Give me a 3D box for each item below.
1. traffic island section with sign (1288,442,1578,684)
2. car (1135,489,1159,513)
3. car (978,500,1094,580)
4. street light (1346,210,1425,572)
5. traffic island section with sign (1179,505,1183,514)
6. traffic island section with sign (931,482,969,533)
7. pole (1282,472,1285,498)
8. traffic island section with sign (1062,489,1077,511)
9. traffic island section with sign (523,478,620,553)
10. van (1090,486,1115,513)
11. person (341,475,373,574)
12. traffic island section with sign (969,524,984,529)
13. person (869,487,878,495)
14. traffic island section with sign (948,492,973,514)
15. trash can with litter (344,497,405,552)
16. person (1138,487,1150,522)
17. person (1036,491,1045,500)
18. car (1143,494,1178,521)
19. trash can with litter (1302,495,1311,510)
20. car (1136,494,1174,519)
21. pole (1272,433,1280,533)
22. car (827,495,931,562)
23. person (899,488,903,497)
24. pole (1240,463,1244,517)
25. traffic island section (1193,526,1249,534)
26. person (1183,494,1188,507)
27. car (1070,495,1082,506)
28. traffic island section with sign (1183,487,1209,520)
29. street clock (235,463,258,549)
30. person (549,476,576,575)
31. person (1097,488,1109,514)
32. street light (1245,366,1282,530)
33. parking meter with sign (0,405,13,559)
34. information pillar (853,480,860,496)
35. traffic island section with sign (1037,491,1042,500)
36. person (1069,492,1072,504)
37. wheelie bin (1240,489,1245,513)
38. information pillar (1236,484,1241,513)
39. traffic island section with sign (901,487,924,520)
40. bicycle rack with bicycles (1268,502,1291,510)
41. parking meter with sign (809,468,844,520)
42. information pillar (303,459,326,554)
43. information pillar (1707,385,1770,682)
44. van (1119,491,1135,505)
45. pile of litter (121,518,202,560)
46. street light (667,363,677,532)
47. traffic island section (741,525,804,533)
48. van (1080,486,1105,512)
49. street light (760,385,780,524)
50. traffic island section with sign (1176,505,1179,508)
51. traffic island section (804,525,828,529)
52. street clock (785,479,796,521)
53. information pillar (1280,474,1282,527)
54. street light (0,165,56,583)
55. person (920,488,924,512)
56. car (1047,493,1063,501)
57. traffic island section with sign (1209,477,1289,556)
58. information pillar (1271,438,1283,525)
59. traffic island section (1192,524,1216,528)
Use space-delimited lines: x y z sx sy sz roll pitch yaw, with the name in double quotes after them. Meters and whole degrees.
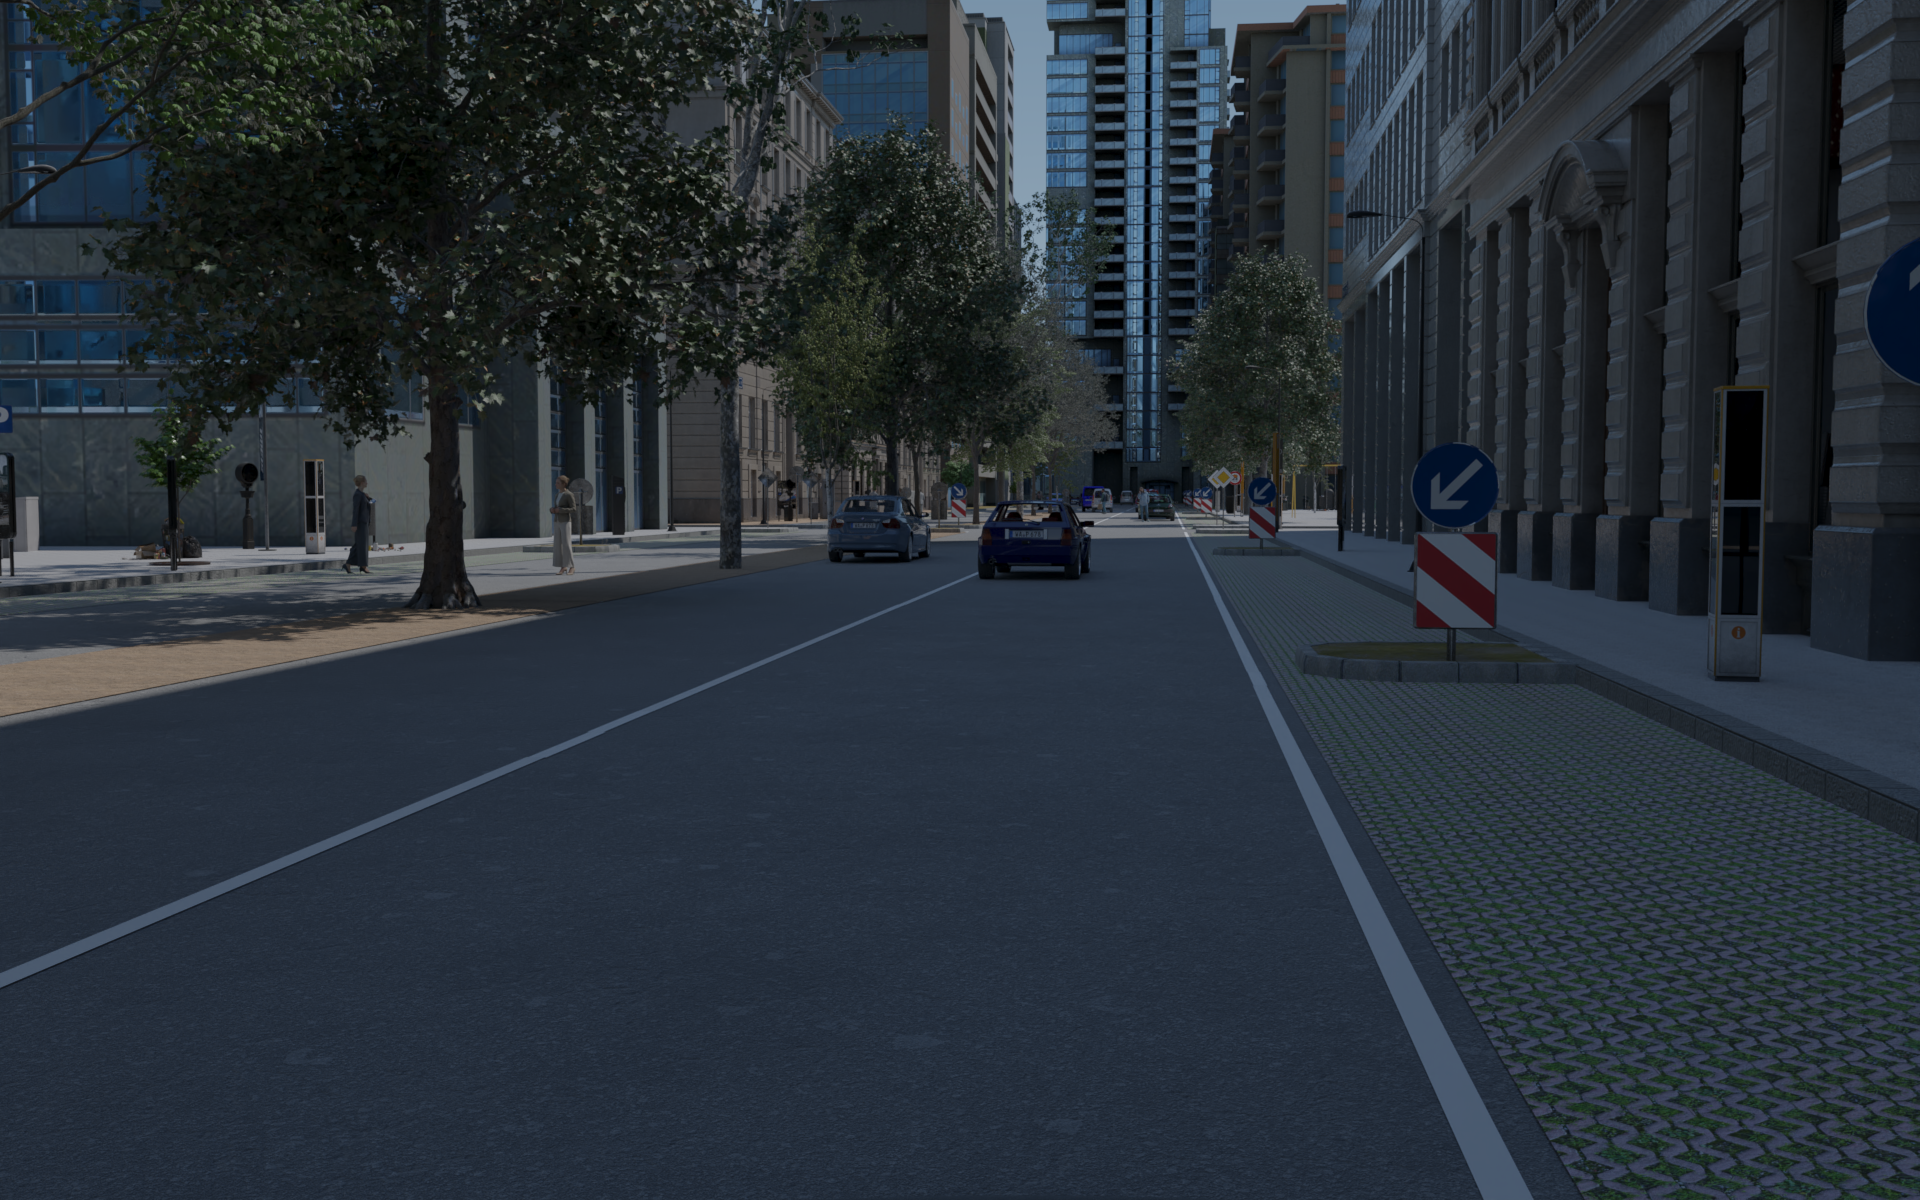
3.764 -0.329 14.010 1.989 1.847 2.006 0 4 7 "traffic island section with sign"
14.825 -7.782 135.908 2.281 1.827 5.304 0 4 7 "car"
1.353 -1.091 30.425 1.945 1.354 3.894 0 4 8 "car"
7.021 -3.420 28.458 1.470 5.913 1.316 0 4 7 "street light"
16.822 -7.018 123.378 1.989 1.847 2.006 0 4 7 "traffic island section with sign"
-0.864 -3.458 64.668 2.006 1.907 1.989 0 4 7 "traffic island section with sign"
26.070 -8.910 139.529 0.158 3.312 0.155 0 3 0 "pole"
8.922 -8.471 146.634 2.006 1.907 1.989 0 4 7 "traffic island section with sign"
-9.563 -2.104 43.021 1.989 1.847 2.006 0 4 7 "traffic island section with sign"
11.164 -7.872 135.726 2.013 2.044 4.112 0 4 5 "van"
-10.749 -1.346 30.934 0.534 1.772 0.576 -2 4 -35 "person"
0.024 -3.907 72.022 2.006 1.907 1.989 0 4 7 "traffic island section with sign"
-3.863 -4.317 79.277 0.606 1.804 0.583 3 5 40 "person"
0.223 -7.118 125.012 1.989 1.847 2.006 0 4 7 "traffic island section with sign"
-13.245 -1.747 39.619 1.678 1.210 2.233 0 4 6 "trash can with litter"
9.439 -4.895 88.792 0.793 1.790 0.793 -2 4 -30 "person"
8.804 -11.146 191.450 1.217 1.736 0.721 -2 4 -25 "person"
10.685 -5.089 92.987 2.009 1.686 4.222 0 4 7 "car"
28.162 -7.880 140.222 0.624 1.170 1.055 -1 4 -17 "trash can with litter"
11.176 -5.356 99.367 2.131 1.459 4.920 0 4 7 "car"
10.520 -3.905 57.693 0.158 3.312 0.155 0 3 0 "pole"
-1.735 -1.575 37.750 2.014 1.417 4.499 0 4 7 "car"
-3.096 -4.799 87.517 0.362 1.759 0.519 -2 4 -30 "person"
15.879 -6.337 97.448 0.158 3.312 0.155 0 3 0 "pole"
9.619 -2.502 63.180 2.009 0.180 2.903 0 4 7 "traffic island section"
23.886 -10.580 182.002 0.721 1.766 1.217 -3 4 -38 "person"
13.356 -11.586 202.004 1.945 1.354 3.894 0 4 8 "car"
13.619 -5.381 96.613 1.989 1.847 2.006 0 4 7 "traffic island section with sign"
-16.570 -2.184 40.281 0.358 2.002 0.471 2 4 31 "street clock"
-7.072 -1.325 30.707 0.519 1.759 0.362 3 4 38 "person"
10.093 -6.943 122.003 0.794 1.824 0.713 -3 5 -40 "person"
11.002 -5.517 62.749 1.470 5.913 1.316 0 4 7 "street light"
-19.254 -2.346 34.611 0.543 3.016 1.738 -2 4 -32 "parking meter with sign"
-5.657 -5.494 94.312 0.304 2.012 0.304 0 4 -1 "information pillar"
9.283 -11.759 200.892 1.989 1.847 2.006 0 4 7 "traffic island section with sign"
12.425 -11.328 194.420 0.721 1.735 1.217 0 4 6 "person"
19.114 -6.587 115.605 0.693 1.594 0.980 -3 4 -37 "wheelie bin"
19.432 -7.094 120.481 0.304 2.012 0.304 2 4 28 "information pillar"
-3.059 -5.436 97.513 1.989 1.847 2.006 0 4 7 "traffic island section with sign"
25.114 -7.597 137.591 2.852 0.926 2.925 -3 5 -44 "bicycle rack with bicycles"
-6.752 -5.592 87.687 1.738 3.016 0.543 -2 4 -26 "parking meter with sign"
-13.740 -1.980 36.870 0.304 2.012 0.304 1 4 10 "information pillar"
5.343 -0.453 11.906 0.304 2.012 0.304 1 4 14 "information pillar"
21.251 -13.062 220.571 2.013 2.044 4.112 0 4 6 "van"
-15.838 -1.250 34.400 1.176 0.858 1.719 3 5 41 "pile of litter"
-9.347 -5.300 59.201 1.470 5.913 1.316 0 4 7 "street light"
-7.252 -2.625 65.192 2.009 0.180 2.903 0 4 7 "traffic island section"
10.849 -8.326 140.518 2.240 2.365 5.245 0 4 5 "van"
-7.771 -6.147 73.051 1.470 5.913 1.316 0 4 7 "street light"
22.659 -10.012 172.327 1.989 1.847 2.006 0 4 7 "traffic island section with sign"
-6.305 -3.110 73.121 2.009 0.180 2.903 0 4 7 "traffic island section"
-7.952 -4.684 81.153 0.471 2.002 0.358 -2 4 -24 "street clock"
11.681 -3.622 63.716 0.304 2.012 0.304 0 4 3 "information pillar"
-13.445 -3.187 24.655 1.470 5.913 1.316 0 4 7 "street light"
-2.476 -5.854 104.404 0.606 1.804 0.583 -3 5 -41 "person"
9.995 -10.431 180.137 1.945 1.707 3.694 0 4 7 "car"
6.960 -1.966 40.775 1.989 1.847 2.006 0 4 7 "traffic island section with sign"
13.354 -4.987 72.890 0.504 3.616 0.183 -1 4 -13 "information pillar"
10.566 -2.986 71.109 2.009 0.180 2.903 0 4 7 "traffic island section"
